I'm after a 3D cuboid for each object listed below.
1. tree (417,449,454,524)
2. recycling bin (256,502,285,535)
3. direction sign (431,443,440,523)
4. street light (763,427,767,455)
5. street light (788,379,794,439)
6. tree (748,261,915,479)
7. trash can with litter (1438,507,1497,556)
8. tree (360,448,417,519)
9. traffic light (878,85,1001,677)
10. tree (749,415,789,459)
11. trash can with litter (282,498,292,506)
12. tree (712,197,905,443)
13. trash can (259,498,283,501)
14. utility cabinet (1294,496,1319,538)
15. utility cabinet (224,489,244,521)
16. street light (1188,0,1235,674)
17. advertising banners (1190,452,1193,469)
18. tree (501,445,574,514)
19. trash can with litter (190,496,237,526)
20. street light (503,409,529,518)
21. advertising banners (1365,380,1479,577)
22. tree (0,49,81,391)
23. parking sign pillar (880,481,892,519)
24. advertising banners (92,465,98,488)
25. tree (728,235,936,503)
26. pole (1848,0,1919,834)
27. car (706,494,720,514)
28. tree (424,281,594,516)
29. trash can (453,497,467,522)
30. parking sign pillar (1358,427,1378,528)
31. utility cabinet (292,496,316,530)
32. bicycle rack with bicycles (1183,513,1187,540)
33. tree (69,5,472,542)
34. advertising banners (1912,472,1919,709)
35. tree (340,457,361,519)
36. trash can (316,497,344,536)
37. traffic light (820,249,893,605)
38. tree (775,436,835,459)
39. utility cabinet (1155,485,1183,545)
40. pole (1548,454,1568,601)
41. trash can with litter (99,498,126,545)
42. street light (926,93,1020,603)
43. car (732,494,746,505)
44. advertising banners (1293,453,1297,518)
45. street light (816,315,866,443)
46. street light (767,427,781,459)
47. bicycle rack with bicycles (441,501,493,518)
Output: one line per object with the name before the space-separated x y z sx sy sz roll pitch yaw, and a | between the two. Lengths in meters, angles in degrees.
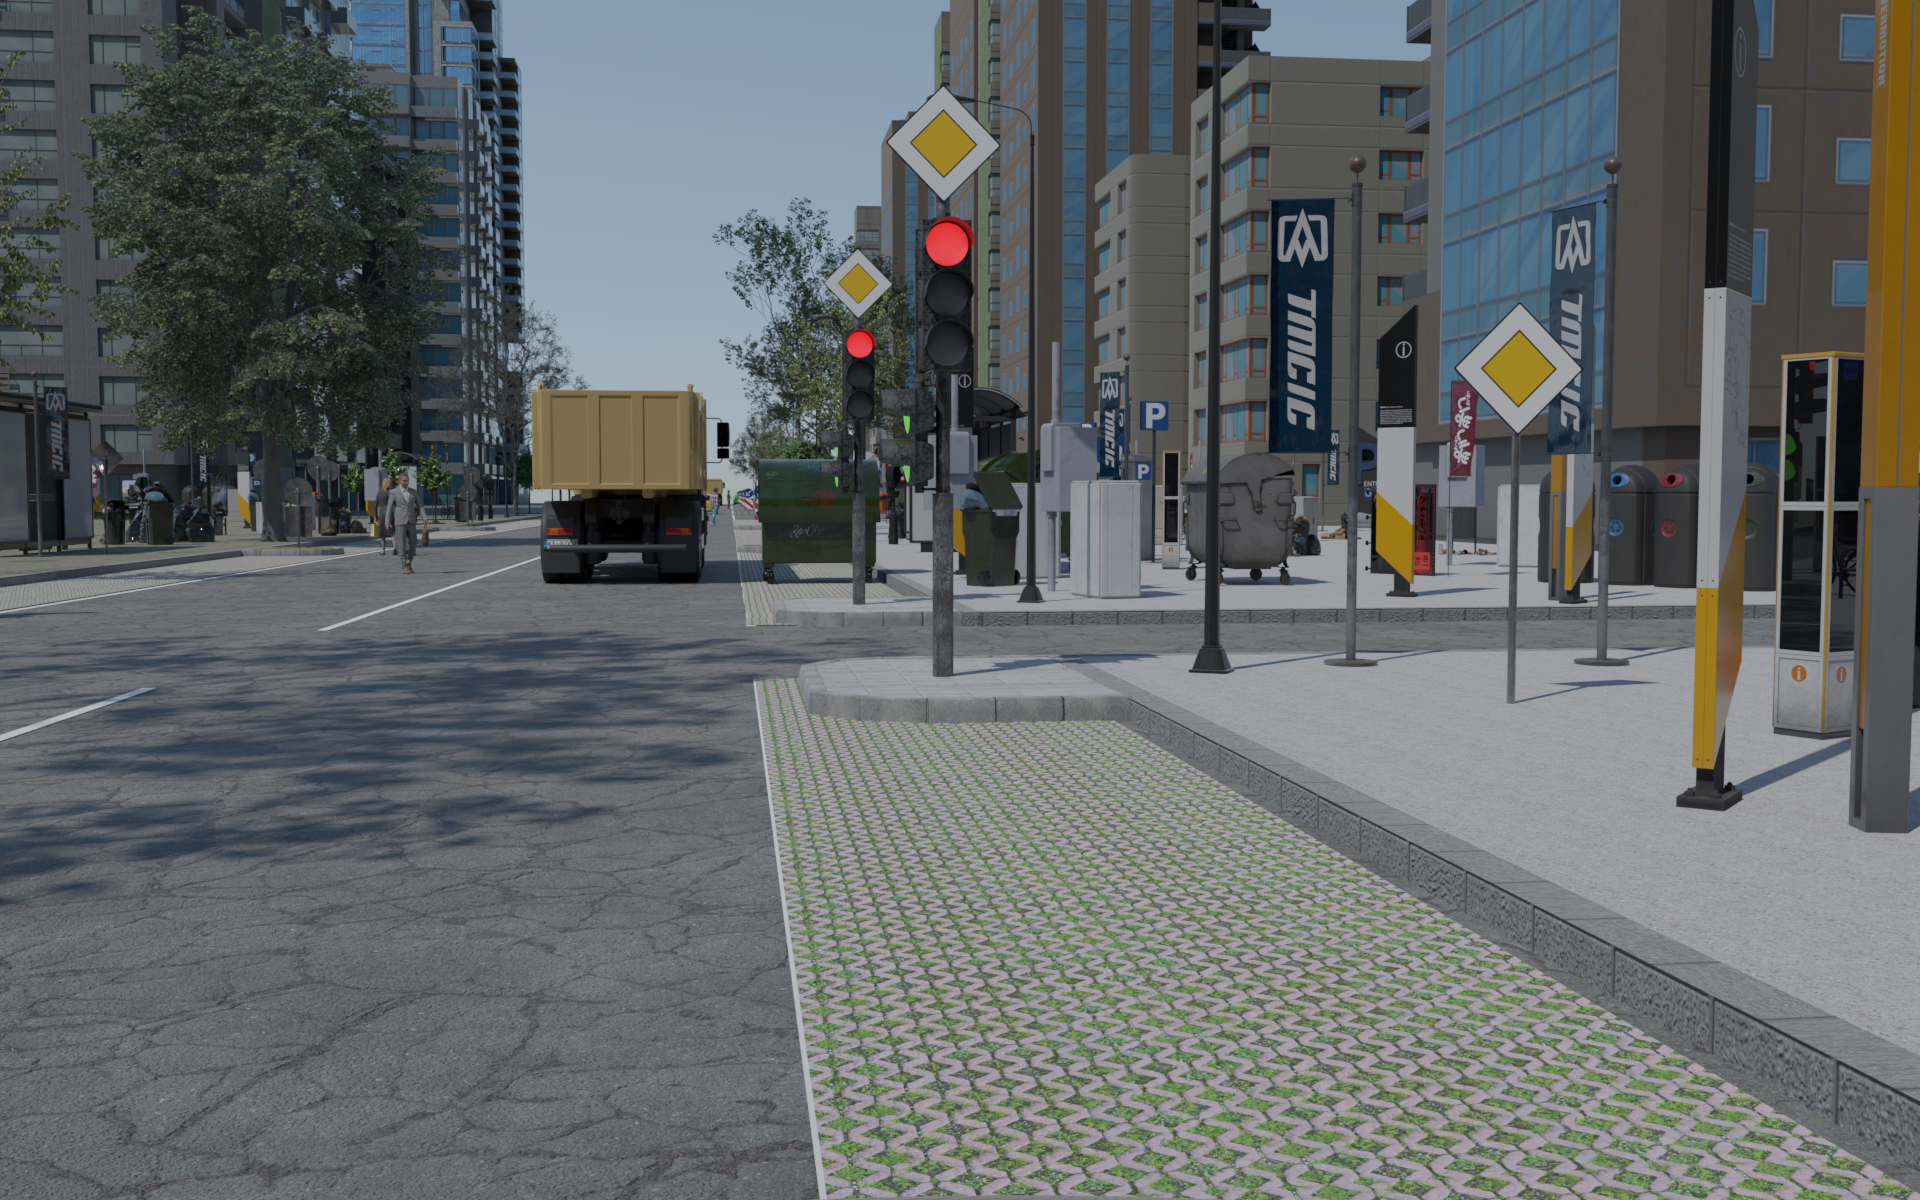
tree | -22.456 -4.864 74.134 1.663 3.219 1.824 0 3 0
recycling bin | -21.637 -2.556 54.350 0.722 1.027 0.722 -2 4 -34
direction sign | -23.160 -5.163 76.414 0.379 3.537 0.876 -2 4 -35
street light | -12.939 -9.020 120.016 1.470 5.913 1.316 0 4 -8
street light | -6.320 -5.949 69.812 1.470 5.913 1.316 0 4 -8
tree | -3.505 -6.328 53.829 4.737 8.622 4.395 0 3 0
trash can with litter | 10.955 -1.553 36.453 2.233 1.210 1.678 3 4 36
tree | -21.692 -4.348 65.694 1.663 3.219 1.824 0 3 0
traffic light | -0.138 -1.417 12.086 0.839 4.253 0.868 0 4 -8
tree | -16.919 -12.591 156.229 4.360 8.622 3.978 0 3 0
trash can with litter | -24.394 -3.091 61.921 1.055 1.170 0.624 0 4 -8
tree | -9.256 -15.466 108.755 12.611 20.169 13.585 0 3 0
trash can | -22.741 -2.787 57.222 0.748 1.137 0.748 0 3 0
utility cabinet | 9.372 -2.184 46.871 0.306 1.237 1.020 2 4 34
utility cabinet | -33.429 -4.370 80.124 1.173 1.500 0.318 -1 4 -14
street light | 1.280 -2.429 12.261 1.470 5.913 1.316 0 4 -8
advertising banners | 9.770 -4.626 71.828 0.090 3.025 2.074 0 4 -5
tree | -28.175 -7.941 113.556 4.285 4.588 4.351 0 3 0
trash can with litter | -29.843 -3.515 68.523 2.233 1.210 1.678 0 4 -1
street light | -24.106 -7.433 94.067 1.470 5.913 1.316 0 4 -8
advertising banners | 7.244 -1.895 27.177 0.090 3.025 2.074 -3 5 -39
tree | -16.036 -4.684 26.947 4.737 8.622 4.395 0 3 0
parking sign pillar | -3.505 -6.148 88.990 1.447 3.967 1.447 0 4 5
advertising banners | -37.219 -4.716 73.287 2.074 3.025 0.090 1 4 19
tree | -4.218 -7.887 63.371 8.767 10.594 7.601 1 4 14
pole | 3.512 -0.776 6.526 0.158 3.312 0.155 0 3 0
car | -18.268 -6.999 124.652 2.015 1.641 3.980 0 4 -7
tree | -26.086 -11.645 100.767 12.009 13.543 11.850 0 3 0
trash can | -22.702 -4.111 78.861 0.748 1.137 0.748 0 3 0
parking sign pillar | 15.473 -4.707 65.434 1.447 3.967 1.447 1 4 18
utility cabinet | -23.500 -3.111 62.019 0.306 1.237 1.020 1 4 14
bicycle rack with bicycles | 5.760 -2.102 47.748 2.852 0.926 2.925 -1 4 -22
tree | -18.466 -8.553 46.492 9.857 13.997 8.962 0 3 0
advertising banners | 6.289 -0.851 10.108 2.074 3.025 0.090 1 4 15
tree | -31.651 -5.871 90.593 1.663 3.219 1.824 0 3 0
trash can | -19.357 -2.535 53.099 0.748 1.137 0.748 0 3 0
traffic light | -1.192 -1.901 20.001 0.839 4.253 0.868 0 4 -8
tree | -7.848 -6.420 88.682 4.285 4.588 4.351 0 3 0
utility cabinet | 4.994 -2.132 43.534 1.173 1.500 0.318 1 4 14
pole | 7.209 -1.648 20.793 0.158 3.312 0.155 0 3 0
trash can with litter | -21.505 -1.981 43.780 0.624 1.170 1.055 -3 5 -45
street light | 0.306 -2.920 20.282 1.470 5.913 1.316 0 4 -8
car | -27.194 -12.584 214.540 1.959 1.807 4.718 -1 4 -9
advertising banners | 12.481 -4.183 64.581 0.090 3.025 2.074 1 4 15
street light | -3.040 -4.437 45.078 1.470 5.913 1.316 0 4 -8
street light | -9.649 -7.471 94.687 1.470 5.913 1.316 0 4 -8
bicycle rack with bicycles | -25.924 -4.778 91.505 2.852 0.926 2.925 -2 4 -32
